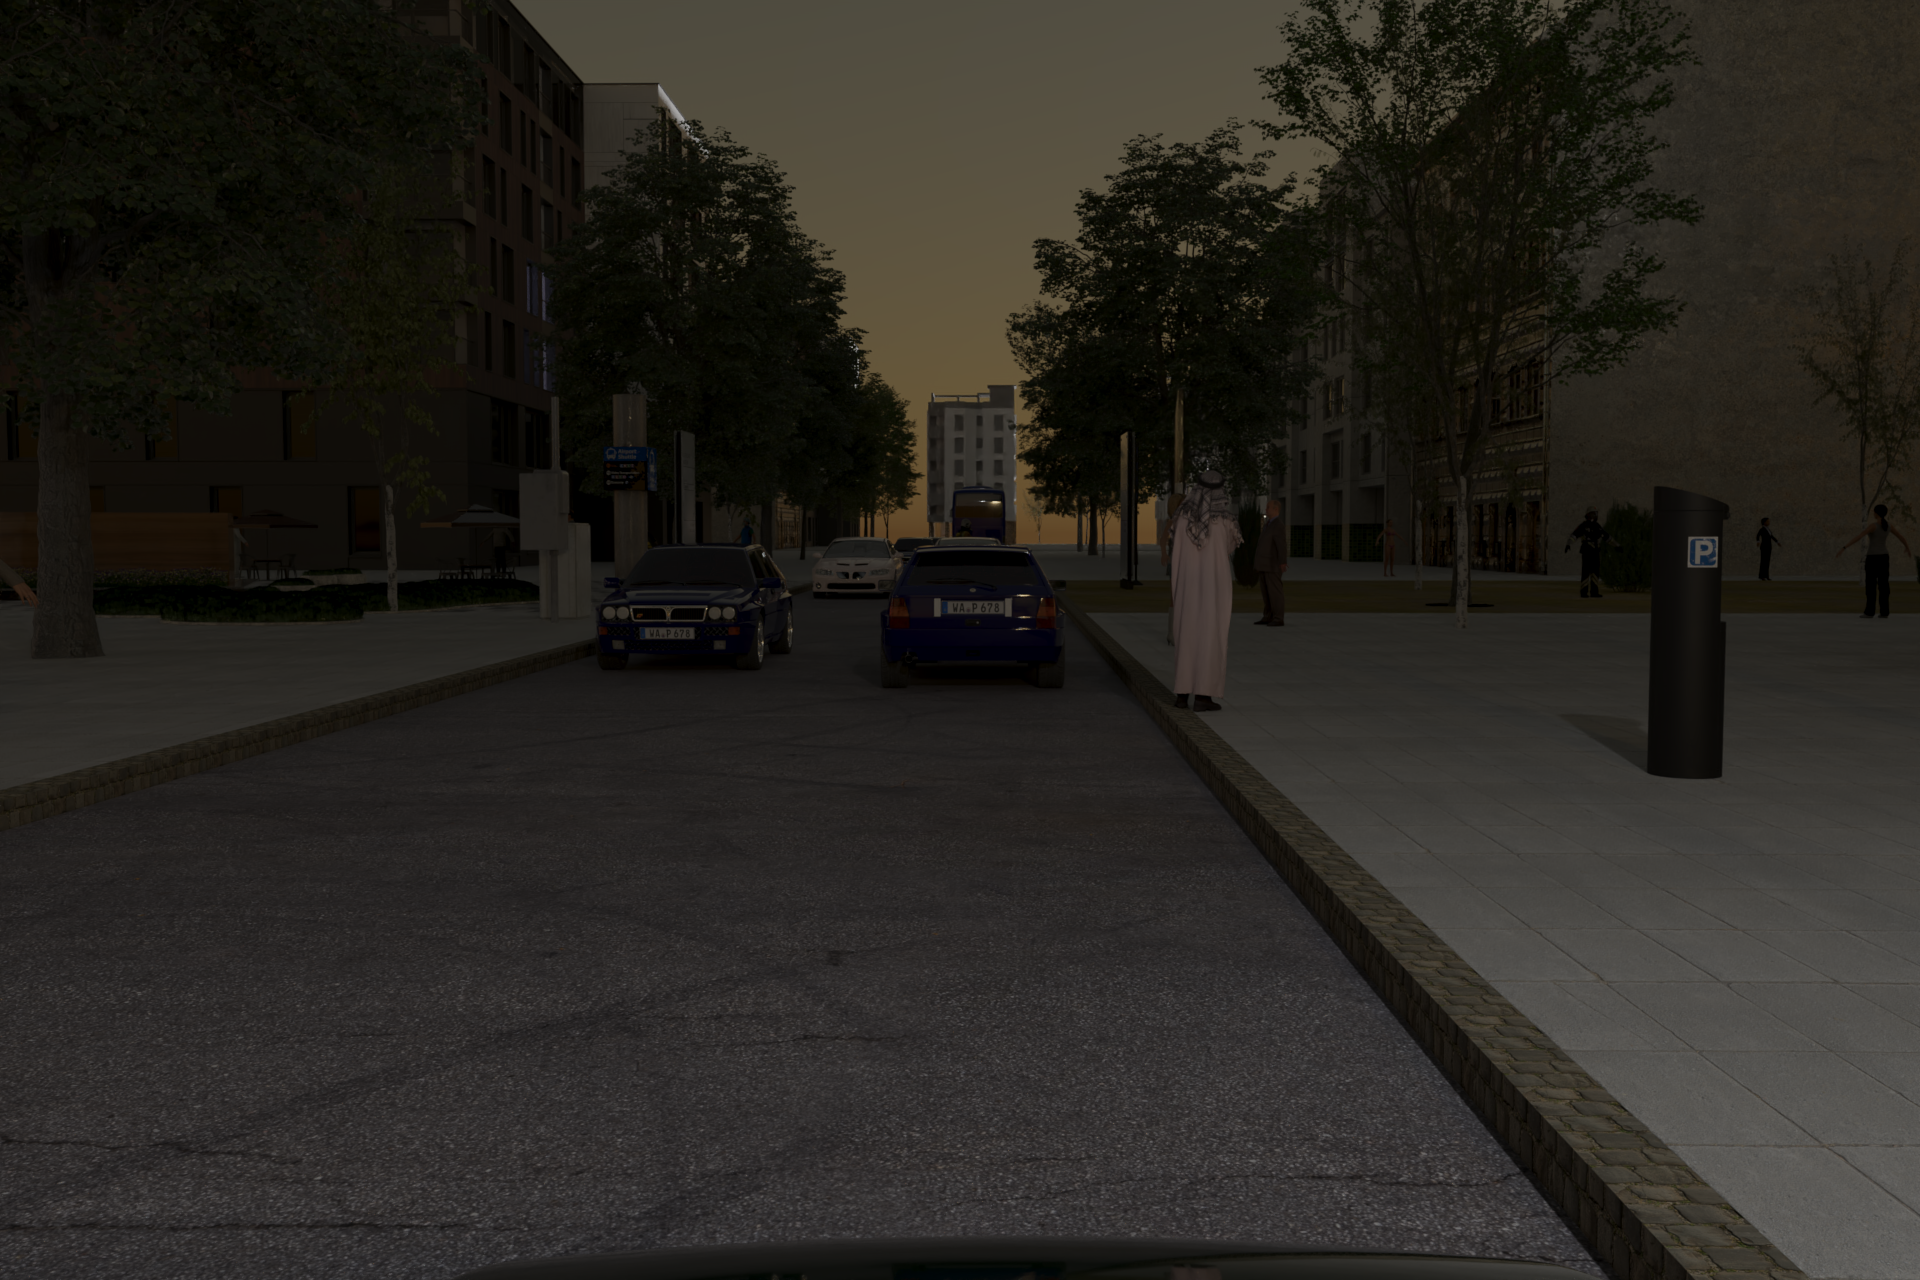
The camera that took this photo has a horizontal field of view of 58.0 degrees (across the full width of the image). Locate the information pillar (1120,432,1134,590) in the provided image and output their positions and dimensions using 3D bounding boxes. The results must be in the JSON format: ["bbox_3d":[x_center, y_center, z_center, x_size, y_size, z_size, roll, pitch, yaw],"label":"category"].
[{"bbox_3d":[3.918,-3.015,40.606,0.184,3.620,1.656,0,4,0],"label":"information pillar"}]

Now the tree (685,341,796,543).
[{"bbox_3d":[-8.260,-6.934,63.727,4.737,8.622,4.395,0,3,0],"label":"tree"}]

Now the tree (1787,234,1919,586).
[{"bbox_3d":[22.361,-5.671,43.077,4.360,8.622,3.978,0,3,0],"label":"tree"}]

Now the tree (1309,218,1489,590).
[{"bbox_3d":[10.782,-5.464,39.706,4.360,8.622,3.978,0,3,0],"label":"tree"}]

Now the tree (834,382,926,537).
[{"bbox_3d":[-6.297,-12.934,129.591,7.486,12.596,7.792,0,3,0],"label":"tree"}]

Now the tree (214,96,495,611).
[{"bbox_3d":[-9.285,-4.721,27.557,4.737,8.622,4.395,0,3,0],"label":"tree"}]

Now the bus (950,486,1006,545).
[{"bbox_3d":[0.894,-5.895,87.924,2.896,3.916,12.251,0,3,0],"label":"bus"}]

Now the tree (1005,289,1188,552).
[{"bbox_3d":[9.855,-16.410,124.197,12.611,20.169,13.585,0,3,0],"label":"tree"}]

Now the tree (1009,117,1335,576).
[{"bbox_3d":[6.602,-8.965,53.228,9.857,13.997,8.962,0,3,0],"label":"tree"}]

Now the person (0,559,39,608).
[{"bbox_3d":[-5.218,-0.126,8.825,1.215,1.744,0.721,1,4,18],"label":"person"}]

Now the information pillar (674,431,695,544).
[{"bbox_3d":[-6.367,-2.987,40.147,0.184,3.620,1.656,0,4,1],"label":"information pillar"}]

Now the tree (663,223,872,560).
[{"bbox_3d":[-8.221,-10.158,72.736,9.857,13.997,8.962,0,3,0],"label":"tree"}]

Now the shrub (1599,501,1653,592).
[{"bbox_3d":[14.810,-2.068,38.230,1.690,2.028,1.600,0,3,0],"label":"shrub"}]

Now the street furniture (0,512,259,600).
[{"bbox_3d":[-19.489,-1.786,36.059,9.812,1.723,11.010,-1,4,-20],"label":"street furniture"}]

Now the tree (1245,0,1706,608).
[{"bbox_3d":[8.796,-6.390,30.228,9.928,11.665,9.643,0,3,0],"label":"tree"}]

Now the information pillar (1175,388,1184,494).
[{"bbox_3d":[3.555,-2.251,28.153,0.183,3.616,0.504,0,4,1],"label":"information pillar"}]

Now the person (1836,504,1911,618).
[{"bbox_3d":[14.005,-1.205,26.518,1.217,1.737,0.721,0,4,-7],"label":"person"}]

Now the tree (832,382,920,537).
[{"bbox_3d":[-6.304,-11.752,117.907,9.928,11.665,9.643,0,3,0],"label":"tree"}]

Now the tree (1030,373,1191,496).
[{"bbox_3d":[7.891,-9.095,83.110,8.767,10.594,7.601,-3,4,-39],"label":"tree"}]

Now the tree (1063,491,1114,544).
[{"bbox_3d":[16.741,-17.758,224.748,7.601,10.594,8.767,0,4,-4],"label":"tree"}]

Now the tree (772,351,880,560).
[{"bbox_3d":[-7.496,-9.259,85.805,7.601,10.594,8.767,-1,4,-17],"label":"tree"}]

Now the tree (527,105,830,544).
[{"bbox_3d":[-8.595,-8.982,53.513,9.857,13.997,8.962,0,3,0],"label":"tree"}]

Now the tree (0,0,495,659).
[{"bbox_3d":[-9.470,-6.796,17.763,9.857,13.997,8.962,0,3,0],"label":"tree"}]

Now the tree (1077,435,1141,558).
[{"bbox_3d":[7.674,-8.702,92.637,4.360,8.622,3.978,0,3,0],"label":"tree"}]

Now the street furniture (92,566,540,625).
[{"bbox_3d":[-10.719,-0.847,29.469,5.734,0.657,10.072,1,4,12],"label":"street furniture"}]

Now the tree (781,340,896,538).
[{"bbox_3d":[-7.305,-11.207,101.362,7.486,12.596,7.792,0,3,0],"label":"tree"}]

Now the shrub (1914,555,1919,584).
[{"bbox_3d":[22.266,-1.731,39.416,1.383,1.207,1.383,0,3,0],"label":"shrub"}]

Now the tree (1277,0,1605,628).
[{"bbox_3d":[7.039,-4.473,23.491,4.360,8.622,3.978,0,3,0],"label":"tree"}]

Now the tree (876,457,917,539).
[{"bbox_3d":[-9.551,-18.209,223.465,9.928,11.665,9.643,0,3,0],"label":"tree"}]

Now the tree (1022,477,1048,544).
[{"bbox_3d":[10.320,-16.470,219.651,4.360,8.622,3.978,0,3,0],"label":"tree"}]

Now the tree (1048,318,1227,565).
[{"bbox_3d":[7.441,-8.415,71.994,8.767,10.594,7.601,2,4,23],"label":"tree"}]

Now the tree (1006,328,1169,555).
[{"bbox_3d":[7.924,-12.079,104.149,9.857,13.997,8.962,0,3,0],"label":"tree"}]
